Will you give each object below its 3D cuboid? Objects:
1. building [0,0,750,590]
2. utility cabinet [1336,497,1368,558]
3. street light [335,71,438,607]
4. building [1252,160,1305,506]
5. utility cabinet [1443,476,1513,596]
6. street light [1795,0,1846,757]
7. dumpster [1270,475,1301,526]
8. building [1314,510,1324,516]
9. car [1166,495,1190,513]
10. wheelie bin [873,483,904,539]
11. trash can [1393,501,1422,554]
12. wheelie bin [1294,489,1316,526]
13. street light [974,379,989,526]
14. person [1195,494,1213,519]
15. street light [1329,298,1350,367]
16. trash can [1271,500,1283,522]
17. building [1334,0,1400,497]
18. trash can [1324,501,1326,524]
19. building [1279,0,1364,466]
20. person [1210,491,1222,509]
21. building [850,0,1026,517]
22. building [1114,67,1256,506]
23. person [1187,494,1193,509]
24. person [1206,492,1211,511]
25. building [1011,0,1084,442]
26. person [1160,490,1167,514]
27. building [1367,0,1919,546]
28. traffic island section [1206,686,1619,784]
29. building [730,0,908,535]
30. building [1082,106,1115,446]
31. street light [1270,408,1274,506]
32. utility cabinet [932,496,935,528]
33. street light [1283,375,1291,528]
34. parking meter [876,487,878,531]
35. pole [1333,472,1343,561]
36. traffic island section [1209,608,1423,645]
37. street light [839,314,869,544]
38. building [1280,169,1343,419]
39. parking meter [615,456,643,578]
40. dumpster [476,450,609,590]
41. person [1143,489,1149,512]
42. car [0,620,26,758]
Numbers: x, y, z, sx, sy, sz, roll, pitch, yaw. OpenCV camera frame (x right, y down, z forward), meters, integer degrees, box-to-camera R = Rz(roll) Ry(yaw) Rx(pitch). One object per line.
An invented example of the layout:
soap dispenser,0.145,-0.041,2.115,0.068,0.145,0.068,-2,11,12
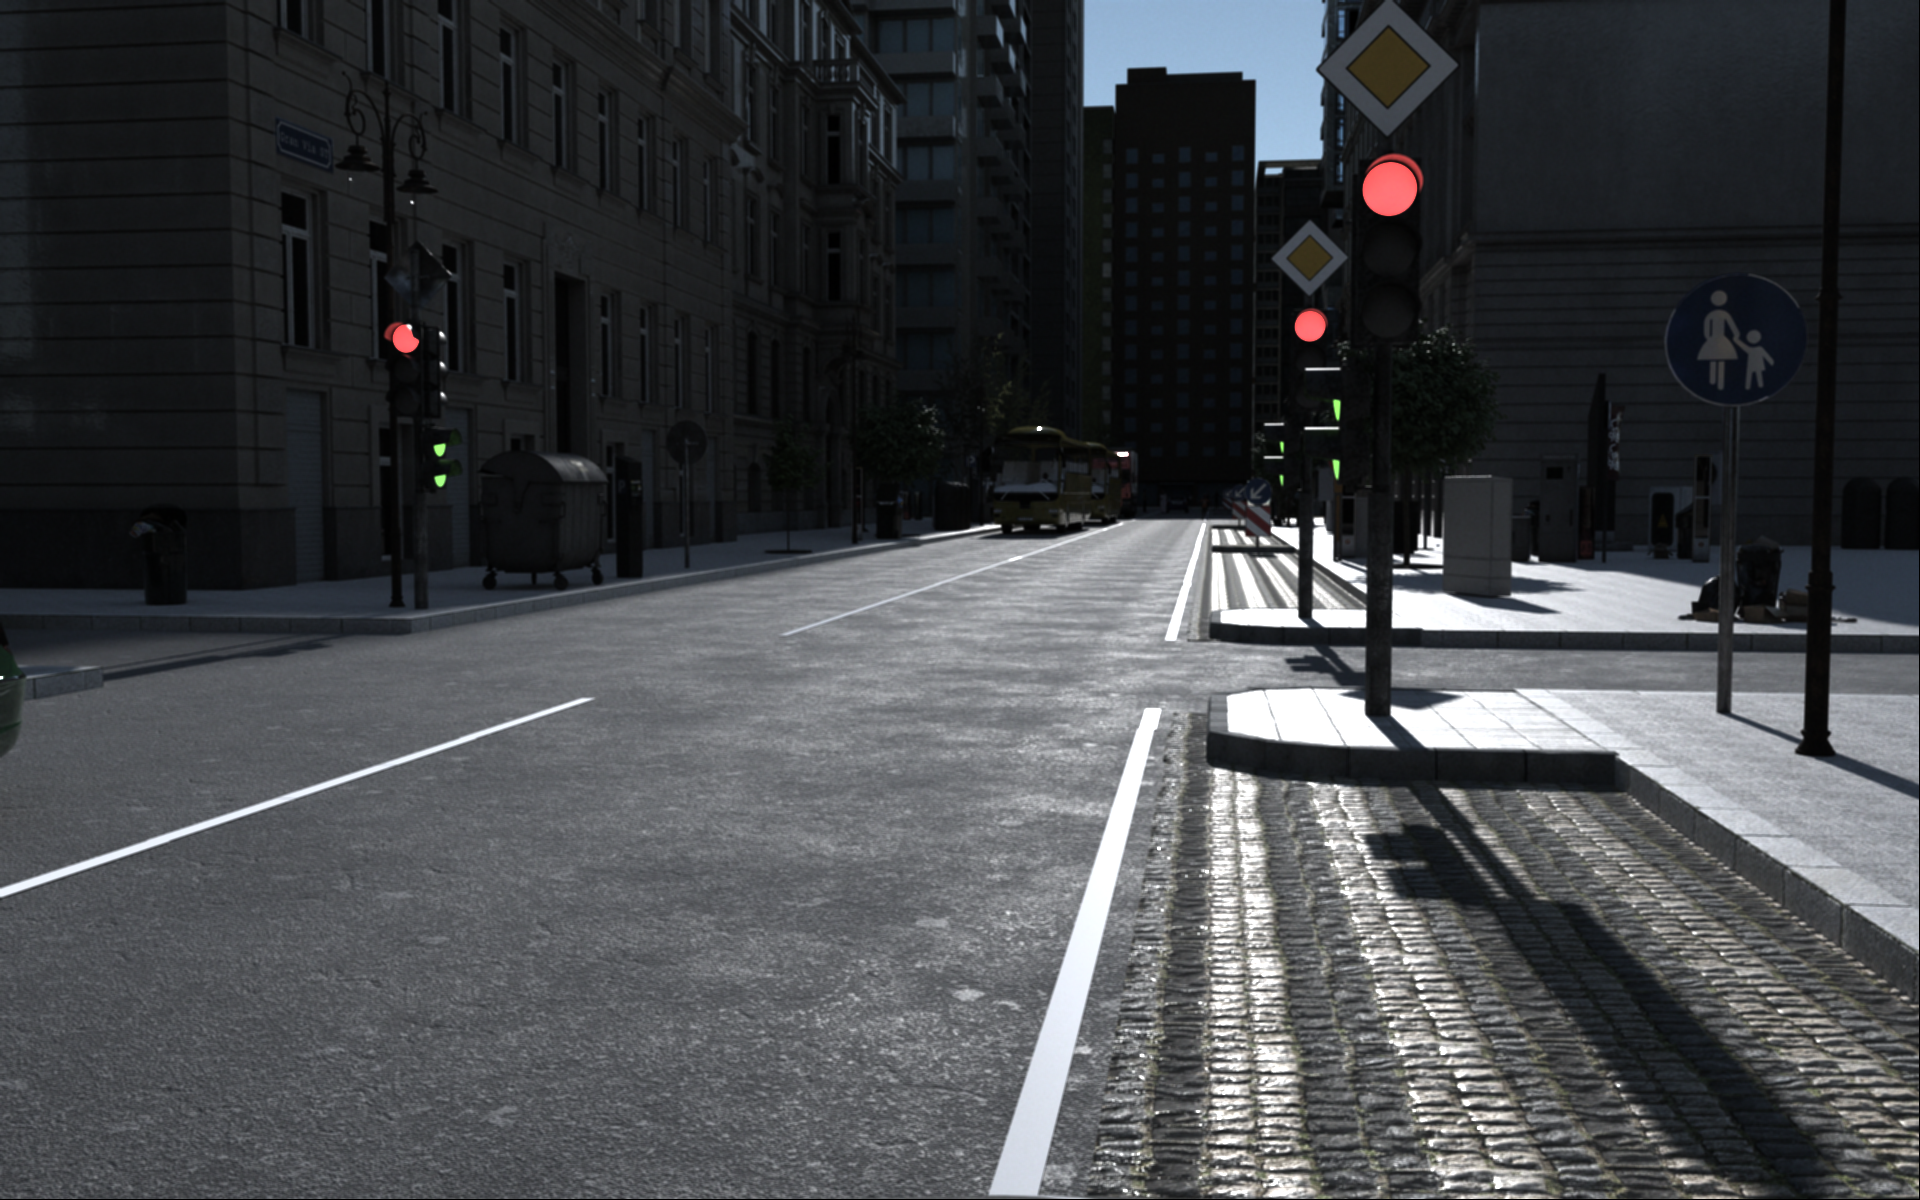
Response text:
building,-13.374,-14.539,34.979,12.463,27.353,25.104,1,4,8
utility cabinet,8.086,-1.452,34.895,1.020,1.237,0.306,0,4,7
street light,-6.408,-2.859,19.539,0.468,5.910,1.993,1,4,8
building,44.067,-30.488,190.359,23.993,40.220,32.217,1,4,8
utility cabinet,6.550,-0.809,21.914,0.318,1.500,1.173,-1,4,-13
street light,4.222,-2.176,8.371,0.468,5.910,1.993,1,4,8
dumpster,13.372,-4.147,70.293,1.502,2.255,1.985,1,4,8
building,38.010,-25.244,104.617,32.217,40.220,23.993,1,4,8
car,16.495,-7.281,131.622,1.945,1.354,3.894,0,4,6
wheelie bin,-2.025,-2.541,49.459,0.980,1.594,0.693,1,4,18
trash can,9.561,-1.570,37.322,0.748,1.137,0.748,0,3,0
wheelie bin,13.629,-3.710,68.569,0.693,1.594,0.980,3,4,36
street light,0.870,-5.931,69.761,0.468,5.910,1.993,1,4,8
person,13.794,-5.257,97.718,1.065,1.426,0.557,2,4,24
street light,9.025,-4.177,41.082,0.468,5.910,1.993,1,4,8
trash can,14.820,-4.236,80.904,0.748,1.137,0.748,0,3,0
building,23.928,-17.174,78.064,12.463,27.353,25.104,1,4,8
trash can,15.019,-3.569,70.004,0.748,1.137,0.748,0,3,0
building,36.543,-50.067,131.262,22.319,86.520,31.000,1,4,8
person,23.661,-9.233,159.982,1.217,1.766,0.721,-2,4,-26
building,-7.717,-30.005,110.192,23.786,49.044,30.456,1,4,8
building,24.012,-32.716,185.015,14.200,45.320,14.600,1,4,8
person,20.865,-8.879,156.867,0.799,1.438,0.628,2,4,28
person,20.841,-8.288,145.481,0.415,1.643,0.593,0,4,8
building,0.263,-43.932,156.545,20.611,71.187,20.563,1,4,8
person,14.710,-7.107,125.375,0.551,1.740,0.621,0,4,-7
building,20.420,-12.971,53.873,13.314,21.916,24.055,1,4,8
traffic island section,2.448,0.747,10.061,2.009,0.180,2.903,1,4,8
building,-10.433,-15.029,64.805,14.460,24.649,34.723,1,4,8
building,9.964,-30.778,186.812,14.086,41.232,14.154,1,4,8
street light,16.420,-7.248,91.286,0.468,5.910,1.993,1,4,8
utility cabinet,-0.532,-3.359,66.075,1.020,1.237,0.306,1,4,22
street light,12.586,-5.714,66.204,0.468,5.910,1.993,1,4,8
parking meter,-2.620,-3.045,58.199,0.372,1.533,0.369,0,3,0
pole,7.213,-2.395,32.995,0.158,3.312,0.155,0,3,0
traffic island section,3.601,0.264,17.963,2.009,0.180,2.903,1,4,8
street light,-2.721,-4.395,44.643,0.468,5.910,1.993,1,4,8
building,35.905,-23.493,155.815,14.160,30.474,14.107,1,4,8
parking meter,-5.068,-1.274,26.547,0.399,1.863,0.255,3,5,43
dumpster,-5.718,-1.102,23.772,1.264,1.857,1.865,1,4,8
person,14.613,-7.832,136.555,0.705,1.823,1.348,2,4,23
car,-5.261,0.378,5.618,2.131,1.459,4.920,0,4,8
